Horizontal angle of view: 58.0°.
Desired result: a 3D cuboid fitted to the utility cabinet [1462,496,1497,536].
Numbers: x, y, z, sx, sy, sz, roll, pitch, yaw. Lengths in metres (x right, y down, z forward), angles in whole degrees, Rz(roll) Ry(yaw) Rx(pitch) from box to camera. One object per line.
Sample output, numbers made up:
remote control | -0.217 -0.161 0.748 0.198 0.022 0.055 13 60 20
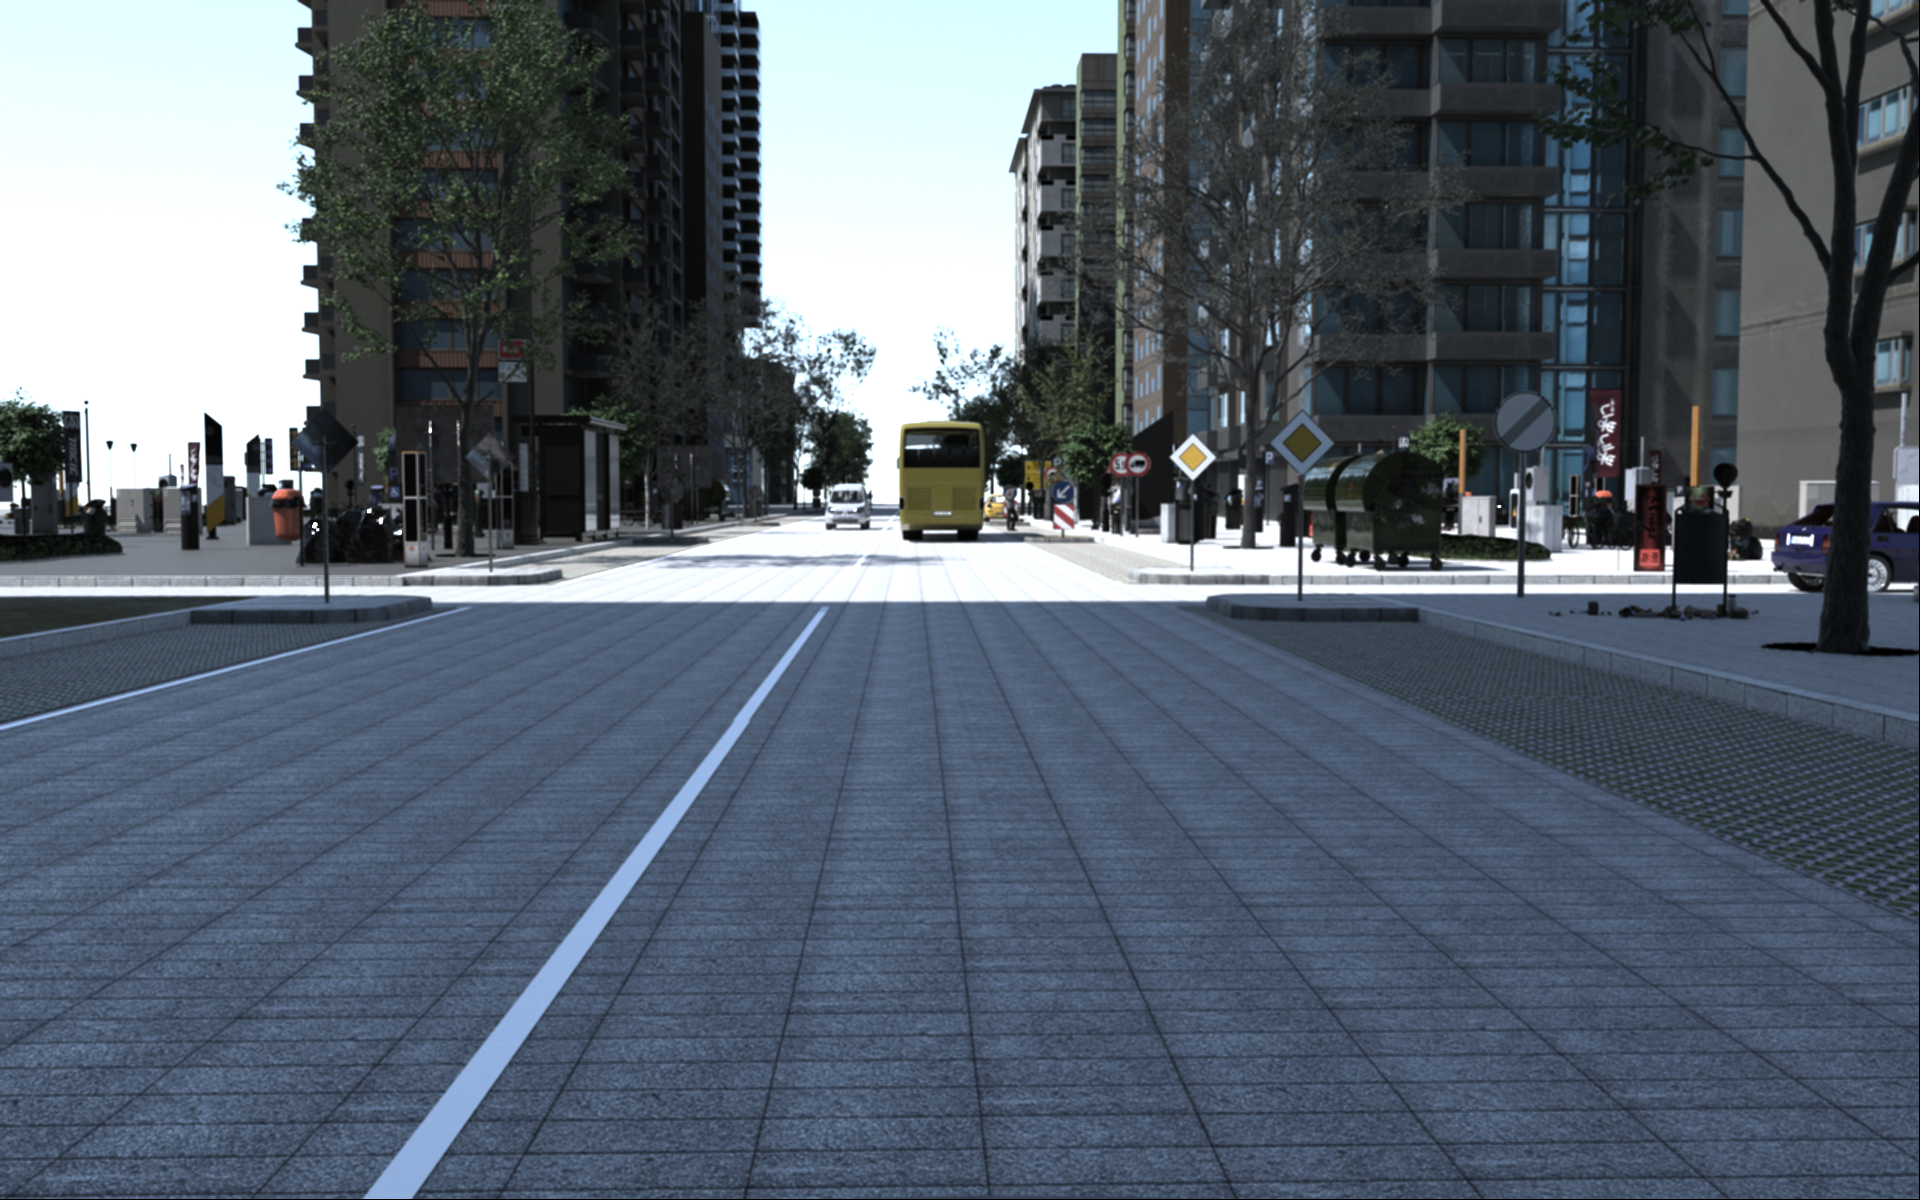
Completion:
utility cabinet | 14.917 -2.365 49.825 0.306 1.237 1.020 -2 4 -33

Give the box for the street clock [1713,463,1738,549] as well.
street clock | 17.791 -2.185 40.294 0.358 2.002 0.471 -3 5 -44

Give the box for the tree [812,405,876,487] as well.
tree | -16.883 -20.940 249.030 9.857 13.997 8.962 0 3 0

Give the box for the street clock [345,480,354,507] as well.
street clock | -30.864 -5.083 87.679 0.358 2.002 0.471 2 4 32

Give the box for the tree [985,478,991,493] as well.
tree | 2.416 -11.149 176.892 1.663 3.219 1.824 0 3 0

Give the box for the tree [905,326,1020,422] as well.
tree | -0.271 -20.840 196.618 12.611 20.169 13.585 0 3 0

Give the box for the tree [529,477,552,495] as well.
tree | -18.546 -5.131 78.492 1.663 3.219 1.824 0 3 0

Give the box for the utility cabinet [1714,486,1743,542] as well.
utility cabinet | 20.215 -2.297 46.227 1.173 1.500 0.318 3 5 41

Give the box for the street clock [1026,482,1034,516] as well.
street clock | 4.157 -6.036 103.254 0.471 2.002 0.358 0 4 7

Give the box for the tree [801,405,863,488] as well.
tree | -14.928 -16.906 202.167 9.928 11.665 9.643 0 3 0

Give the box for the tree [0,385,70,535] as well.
tree | -28.450 -4.198 52.352 4.285 4.588 4.351 0 3 0

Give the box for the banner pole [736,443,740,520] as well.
banner pole | -10.869 -5.818 85.133 0.401 3.779 0.863 0 4 3

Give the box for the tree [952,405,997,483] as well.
tree | 1.570 -18.179 215.361 7.486 12.596 7.792 0 3 0

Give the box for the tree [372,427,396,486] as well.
tree | -23.251 -5.495 73.565 4.285 4.588 4.351 0 3 0

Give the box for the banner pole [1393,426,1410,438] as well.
banner pole | 16.155 -4.506 63.686 0.863 3.779 0.401 3 5 42

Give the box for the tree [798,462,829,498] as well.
tree | -14.469 -11.509 171.880 4.285 4.588 4.351 0 3 0

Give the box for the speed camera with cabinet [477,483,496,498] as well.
speed camera with cabinet | -22.241 -5.348 81.772 0.660 3.252 2.038 0 4 2

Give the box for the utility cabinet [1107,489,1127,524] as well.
utility cabinet | 6.665 -3.988 73.889 0.318 1.500 1.173 -2 4 -34

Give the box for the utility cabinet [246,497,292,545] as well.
utility cabinet | -17.469 -1.994 43.769 1.020 1.237 0.306 -2 4 -35

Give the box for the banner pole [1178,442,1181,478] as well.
banner pole | 10.422 -5.640 82.223 0.401 3.779 0.863 0 4 -3

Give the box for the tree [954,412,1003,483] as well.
tree | 1.006 -19.164 230.339 9.611 12.733 9.660 0 3 0

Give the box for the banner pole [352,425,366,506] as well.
banner pole | -21.651 -4.425 62.363 0.863 3.779 0.401 3 4 36

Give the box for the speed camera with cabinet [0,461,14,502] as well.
speed camera with cabinet | -26.913 -3.254 47.532 0.660 3.252 2.038 0 4 8

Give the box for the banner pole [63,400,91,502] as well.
banner pole | -23.368 -3.422 45.972 0.401 3.779 0.863 3 4 37

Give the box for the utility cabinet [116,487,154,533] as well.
utility cabinet | -27.109 -2.942 56.786 1.173 1.500 0.318 1 4 21

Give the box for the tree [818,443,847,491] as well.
tree | -16.339 -16.768 224.513 4.360 8.622 3.978 0 3 0

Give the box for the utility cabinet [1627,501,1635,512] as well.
utility cabinet | 26.211 -3.434 67.311 0.306 1.237 1.020 0 4 4

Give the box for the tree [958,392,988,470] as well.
tree | 3.149 -14.673 165.654 9.928 11.665 9.643 0 3 0

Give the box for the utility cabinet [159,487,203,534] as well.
utility cabinet | -24.419 -2.796 54.392 1.173 1.500 0.318 1 4 11

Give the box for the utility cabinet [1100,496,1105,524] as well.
utility cabinet | 6.153 -3.931 75.429 0.306 1.237 1.020 0 4 5

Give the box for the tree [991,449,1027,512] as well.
tree | 3.828 -8.686 125.721 4.285 4.588 4.351 0 3 0

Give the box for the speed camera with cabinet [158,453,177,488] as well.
speed camera with cabinet | -38.603 -5.435 83.201 2.038 3.252 0.660 1 4 20

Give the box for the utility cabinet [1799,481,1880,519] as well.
utility cabinet | 14.643 -1.235 28.866 1.173 1.500 0.318 0 4 3

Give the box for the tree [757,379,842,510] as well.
tree | -13.045 -12.586 140.188 7.601 10.594 8.767 0 4 8

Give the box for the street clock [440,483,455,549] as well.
street clock | -11.975 -2.196 40.480 0.358 2.002 0.471 -1 4 -18

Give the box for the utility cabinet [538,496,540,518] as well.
utility cabinet | -18.280 -3.891 74.783 1.020 1.237 0.306 -2 4 -29

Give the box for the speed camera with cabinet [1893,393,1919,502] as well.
speed camera with cabinet | 18.388 -2.385 33.326 0.660 3.252 2.038 2 4 25

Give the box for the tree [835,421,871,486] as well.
tree | -17.337 -21.006 261.579 7.486 12.596 7.792 0 3 0

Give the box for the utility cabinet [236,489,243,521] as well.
utility cabinet | -33.664 -4.346 79.734 1.173 1.500 0.318 -1 4 -20

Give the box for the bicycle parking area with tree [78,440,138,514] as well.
bicycle parking area with tree | -46.211 -6.624 95.301 9.016 4.147 8.231 0 4 1

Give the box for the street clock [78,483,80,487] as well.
street clock | -44.694 -5.068 87.433 0.471 2.002 0.358 -2 4 -29

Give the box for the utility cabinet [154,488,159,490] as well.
utility cabinet | -29.233 -3.297 62.584 0.318 1.500 1.173 3 4 36

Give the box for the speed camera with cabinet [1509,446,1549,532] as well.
speed camera with cabinet | 19.018 -3.885 57.858 0.660 3.252 2.038 0 4 -3

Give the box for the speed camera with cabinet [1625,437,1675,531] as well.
speed camera with cabinet | 24.142 -4.032 60.252 2.038 3.252 0.660 -1 4 -20

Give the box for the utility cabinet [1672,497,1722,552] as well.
utility cabinet | 16.127 -1.638 37.937 0.306 1.237 1.020 -2 4 -32

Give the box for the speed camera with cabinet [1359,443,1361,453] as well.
speed camera with cabinet | 15.532 -4.419 66.588 0.660 3.252 2.038 1 4 14

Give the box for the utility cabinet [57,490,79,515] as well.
utility cabinet | -44.497 -4.734 86.077 0.318 1.500 1.173 3 5 43

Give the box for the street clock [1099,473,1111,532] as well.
street clock | 4.957 -3.315 58.767 0.471 2.002 0.358 -2 4 -29
